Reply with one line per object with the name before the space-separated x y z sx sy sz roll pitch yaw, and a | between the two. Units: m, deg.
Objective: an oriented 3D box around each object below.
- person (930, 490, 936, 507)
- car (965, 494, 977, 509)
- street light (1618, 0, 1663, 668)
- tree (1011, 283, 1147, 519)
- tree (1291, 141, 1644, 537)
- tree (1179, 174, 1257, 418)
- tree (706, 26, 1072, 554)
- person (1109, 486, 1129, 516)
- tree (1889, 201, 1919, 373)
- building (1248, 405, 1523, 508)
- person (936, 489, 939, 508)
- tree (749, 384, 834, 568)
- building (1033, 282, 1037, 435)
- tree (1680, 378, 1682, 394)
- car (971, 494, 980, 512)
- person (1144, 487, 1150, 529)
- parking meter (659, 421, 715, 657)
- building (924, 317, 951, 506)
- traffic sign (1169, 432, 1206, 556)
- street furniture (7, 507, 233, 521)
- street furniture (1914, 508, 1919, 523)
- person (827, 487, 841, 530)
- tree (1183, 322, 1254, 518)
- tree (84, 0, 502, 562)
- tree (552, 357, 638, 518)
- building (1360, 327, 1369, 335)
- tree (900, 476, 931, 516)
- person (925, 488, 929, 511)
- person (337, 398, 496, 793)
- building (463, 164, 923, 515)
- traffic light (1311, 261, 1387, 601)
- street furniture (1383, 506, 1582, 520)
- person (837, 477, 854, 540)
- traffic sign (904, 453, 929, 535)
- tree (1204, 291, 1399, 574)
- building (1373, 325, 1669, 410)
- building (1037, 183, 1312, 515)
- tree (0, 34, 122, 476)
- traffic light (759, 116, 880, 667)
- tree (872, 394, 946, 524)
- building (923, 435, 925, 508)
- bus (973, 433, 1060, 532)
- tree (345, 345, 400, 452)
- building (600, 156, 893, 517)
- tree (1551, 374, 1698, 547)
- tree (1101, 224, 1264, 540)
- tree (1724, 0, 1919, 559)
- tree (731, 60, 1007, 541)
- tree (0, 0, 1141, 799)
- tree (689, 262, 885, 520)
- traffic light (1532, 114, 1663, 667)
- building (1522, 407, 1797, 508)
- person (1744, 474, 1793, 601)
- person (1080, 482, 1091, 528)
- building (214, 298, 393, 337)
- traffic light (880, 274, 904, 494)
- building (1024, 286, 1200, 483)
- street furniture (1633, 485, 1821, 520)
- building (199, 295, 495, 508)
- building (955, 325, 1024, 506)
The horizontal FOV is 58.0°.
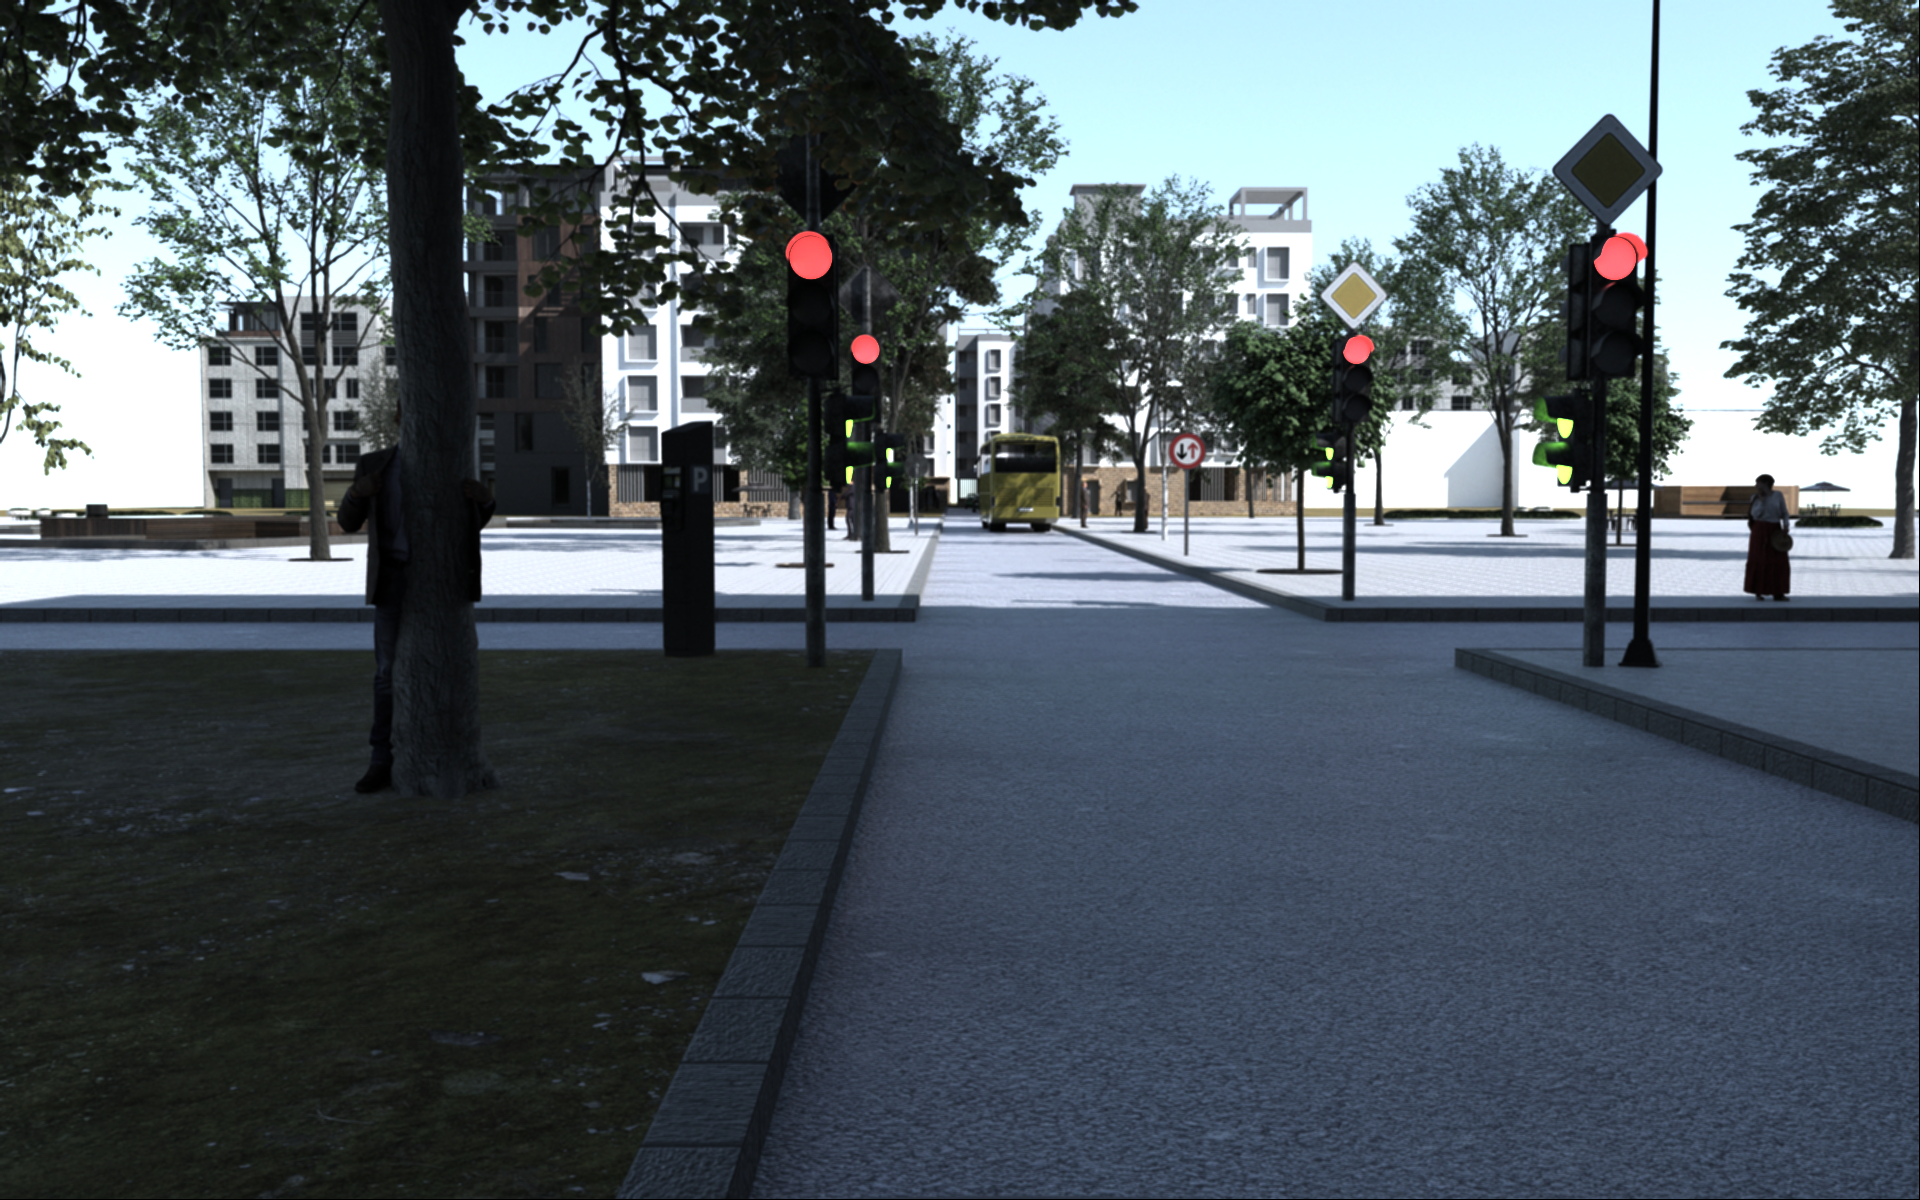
person | -2.429 -9.830 167.583 1.217 1.723 0.721 3 5 40
car | 1.370 -9.785 168.783 1.959 1.807 4.718 0 4 0
street light | 4.554 -2.462 12.792 1.470 5.913 1.316 0 4 0
tree | 6.156 -10.254 89.705 6.751 12.117 7.091 0 3 0
tree | 16.367 -7.720 51.985 9.928 11.665 9.643 0 3 0
tree | 5.921 -8.029 57.027 9.928 11.665 9.643 0 3 0
tree | -1.606 -6.835 37.511 9.928 11.665 9.643 0 3 0
person | 9.173 -5.699 99.937 1.217 1.735 0.721 -1 4 -18
tree | 31.024 -7.591 49.865 9.928 11.665 9.643 0 3 0
building | 38.581 -13.782 167.477 28.070 9.664 9.099 0 4 0
person | -1.947 -9.010 154.290 0.436 1.711 0.756 1 4 14
tree | -2.669 -2.183 30.288 1.663 3.219 1.824 0 3 0
building | 13.750 -16.980 134.044 16.016 20.091 11.380 0 4 0
tree | 28.506 -9.792 78.229 7.486 12.596 7.792 0 3 0
car | 1.901 -7.627 136.501 2.131 1.459 4.920 0 4 1
person | 6.677 -3.349 63.076 0.482 1.546 0.388 -1 4 -23
parking meter | -2.161 -0.491 13.737 0.255 1.863 0.399 2 4 34
building | -6.724 -20.318 188.621 11.380 20.091 16.016 0 4 0
traffic sign | 4.709 -2.193 35.957 0.768 2.556 0.104 0 4 2
street furniture | -41.617 -4.286 85.697 10.072 0.657 5.734 0 4 -6
street furniture | 46.440 -3.584 74.218 5.734 0.657 10.072 -2 4 -30
person | -4.543 -3.412 62.531 0.504 1.737 0.576 -2 4 -29
tree | 15.208 -9.638 91.997 7.601 10.594 8.767 0 4 3
tree | -12.376 -6.558 32.981 9.928 11.665 9.643 0 3 0
tree | -19.777 -8.733 93.154 4.360 8.622 3.978 0 3 0
building | 26.921 -19.733 189.096 31.486 18.905 16.747 0 4 0
tree | -2.669 -6.465 100.298 1.663 3.219 1.824 0 3 0
person | -2.609 -7.608 130.954 0.721 1.766 1.217 0 4 0
person | -2.335 -0.037 7.469 0.655 1.722 0.431 -1 4 -18
building | -17.110 -17.121 123.903 27.936 21.610 32.646 0 4 0
traffic light | 4.669 -1.929 20.792 0.839 4.213 0.868 0 4 0
street furniture | 26.661 -4.508 89.335 10.072 0.657 5.734 0 4 4
person | -3.188 -2.597 48.951 0.568 1.767 0.683 0 4 3
traffic sign | -1.357 -3.290 53.905 0.768 2.556 0.104 1 4 9
tree | 5.603 -2.726 28.279 4.285 4.588 4.351 0 3 0
building | 58.403 -19.787 189.969 31.486 18.905 16.747 0 4 0
building | 13.425 -15.591 111.324 16.016 20.091 11.380 0 4 0
tree | -13.064 -4.433 22.849 4.737 8.622 4.395 0 3 0
traffic light | -1.054 -1.438 12.764 0.839 4.213 0.868 0 4 0
tree | -2.336 -7.603 74.667 4.360 8.622 3.978 0 3 0
building | -19.682 -19.151 157.097 32.646 21.610 27.936 0 4 0
bus | 2.204 -4.736 68.973 2.896 3.916 12.252 0 4 -2
tree | -27.250 -8.198 84.397 4.360 8.622 3.978 0 3 0
building | -11.921 -15.005 101.749 16.016 20.091 11.380 0 4 0
tree | 16.340 -3.611 42.759 4.285 4.588 4.351 0 3 0
tree | 5.844 -5.944 47.541 4.360 8.622 3.978 0 3 0
tree | 19.158 -7.083 33.930 7.486 12.596 7.792 0 3 0
tree | -2.473 -8.545 47.142 7.806 13.903 7.818 0 3 0
tree | -2.655 -5.436 7.012 7.486 12.596 7.792 0 3 0
tree | -8.293 -10.926 85.298 9.857 13.997 8.962 0 3 0
traffic light | 4.707 -1.441 12.807 0.839 4.213 0.868 0 4 0
building | 66.658 -13.795 167.702 28.070 9.664 9.099 0 4 0
person | 9.725 -0.753 20.820 0.523 1.526 0.387 1 4 23
person | 4.797 -3.650 66.268 0.434 1.755 0.990 0 4 1
building | -62.606 -21.426 194.286 32.646 21.610 27.936 0 4 0
traffic light | -1.092 -1.927 20.749 0.839 4.213 0.868 0 4 0
building | 14.734 -17.684 155.589 16.747 18.905 31.486 0 4 0
street furniture | 40.561 -5.156 91.148 9.812 1.723 11.010 -1 4 -23
building | -51.941 -18.119 162.700 31.486 18.905 16.747 0 4 0
building | 5.123 -20.302 188.356 11.380 20.091 16.016 0 4 0
